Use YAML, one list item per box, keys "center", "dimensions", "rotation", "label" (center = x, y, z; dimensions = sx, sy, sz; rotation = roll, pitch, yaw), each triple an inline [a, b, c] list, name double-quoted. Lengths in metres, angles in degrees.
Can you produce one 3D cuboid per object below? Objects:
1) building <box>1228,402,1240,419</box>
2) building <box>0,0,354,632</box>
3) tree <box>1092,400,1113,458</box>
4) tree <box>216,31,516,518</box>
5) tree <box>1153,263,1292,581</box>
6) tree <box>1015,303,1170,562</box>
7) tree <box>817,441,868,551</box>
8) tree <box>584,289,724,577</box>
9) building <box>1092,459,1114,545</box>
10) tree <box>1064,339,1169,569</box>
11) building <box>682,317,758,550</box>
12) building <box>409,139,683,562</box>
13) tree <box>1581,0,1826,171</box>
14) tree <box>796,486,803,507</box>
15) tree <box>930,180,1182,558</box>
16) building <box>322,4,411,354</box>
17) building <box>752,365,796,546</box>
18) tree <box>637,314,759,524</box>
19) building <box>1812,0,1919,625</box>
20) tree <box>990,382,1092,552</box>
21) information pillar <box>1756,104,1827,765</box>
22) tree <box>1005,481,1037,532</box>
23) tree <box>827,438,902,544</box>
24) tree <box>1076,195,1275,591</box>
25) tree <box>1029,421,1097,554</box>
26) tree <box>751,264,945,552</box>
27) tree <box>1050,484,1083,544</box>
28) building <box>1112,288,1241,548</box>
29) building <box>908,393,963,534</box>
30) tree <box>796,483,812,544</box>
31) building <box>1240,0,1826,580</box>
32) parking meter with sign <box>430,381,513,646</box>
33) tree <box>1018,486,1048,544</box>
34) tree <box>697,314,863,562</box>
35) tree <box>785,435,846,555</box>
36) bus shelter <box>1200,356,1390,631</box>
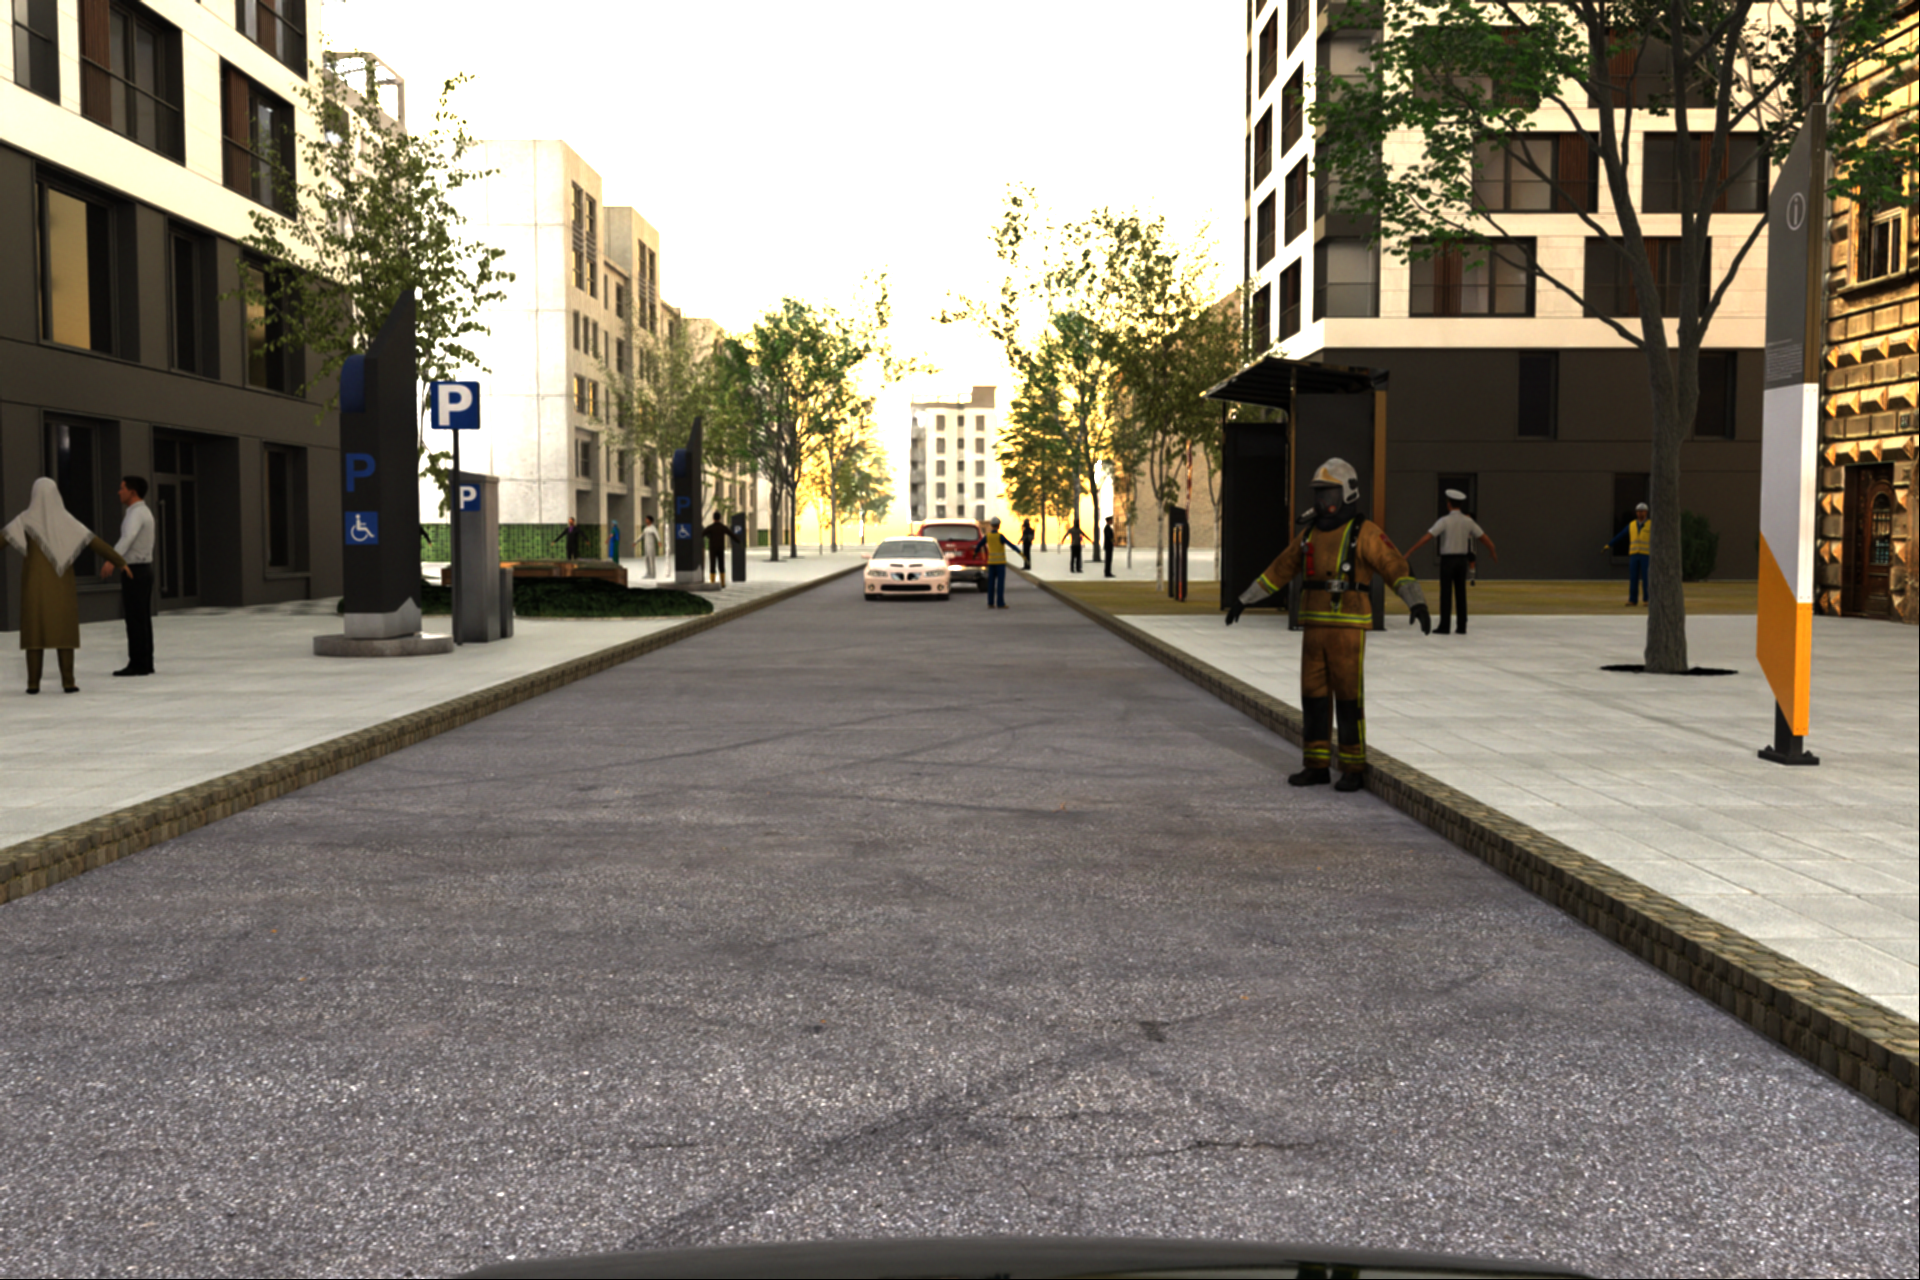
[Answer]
- center: [21.216, -9.319, 94.514]
  dimensions: [9.099, 9.664, 28.070]
  rotation: [0, 4, 0]
  label: "building"
- center: [-26.332, -10.739, 19.563]
  dimensions: [27.936, 21.610, 32.646]
  rotation: [0, 4, -1]
  label: "building"
- center: [23.243, -22.396, 222.062]
  dimensions: [12.611, 20.169, 13.585]
  rotation: [0, 3, 0]
  label: "tree"
- center: [-8.483, -4.607, 25.683]
  dimensions: [4.737, 8.622, 4.395]
  rotation: [0, 3, 0]
  label: "tree"
- center: [7.062, -5.901, 46.836]
  dimensions: [4.737, 8.622, 4.395]
  rotation: [0, 3, 0]
  label: "tree"
- center: [6.093, -9.365, 78.867]
  dimensions: [9.928, 11.665, 9.643]
  rotation: [0, 3, 0]
  label: "tree"
- center: [-9.093, -11.141, 132.511]
  dimensions: [4.737, 8.622, 4.395]
  rotation: [0, 3, 0]
  label: "tree"
- center: [-8.480, -6.181, 51.425]
  dimensions: [4.360, 8.622, 3.978]
  rotation: [0, 3, 0]
  label: "tree"
- center: [20.409, -15.456, 194.848]
  dimensions: [9.099, 9.664, 28.070]
  rotation: [0, 3, 0]
  label: "building"
- center: [6.522, -6.972, 64.361]
  dimensions: [4.360, 8.622, 3.978]
  rotation: [0, 3, 0]
  label: "tree"
- center: [-28.646, -17.786, 157.261]
  dimensions: [16.747, 18.905, 31.486]
  rotation: [0, 3, 0]
  label: "building"
- center: [-25.977, -13.891, 93.584]
  dimensions: [16.747, 18.905, 31.486]
  rotation: [0, 4, 0]
  label: "building"
- center: [16.967, -11.010, 35.905]
  dimensions: [12.611, 20.169, 13.585]
  rotation: [0, 3, 0]
  label: "tree"
- center: [-22.442, -16.712, 223.604]
  dimensions: [4.737, 8.622, 4.395]
  rotation: [0, 3, 0]
  label: "tree"
- center: [5.210, -14.548, 93.745]
  dimensions: [12.611, 20.169, 13.585]
  rotation: [0, 3, 0]
  label: "tree"
- center: [-27.542, -12.368, 58.633]
  dimensions: [16.016, 20.090, 11.380]
  rotation: [0, 4, 0]
  label: "building"
- center: [-28.513, -20.205, 196.807]
  dimensions: [16.747, 18.905, 31.486]
  rotation: [0, 4, 0]
  label: "building"
- center: [-8.651, -6.554, 57.525]
  dimensions: [4.737, 8.622, 4.395]
  rotation: [0, 3, 0]
  label: "tree"
- center: [22.707, -11.426, 17.746]
  dimensions: [19.493, 23.208, 18.063]
  rotation: [0, 4, 0]
  label: "building"
- center: [6.005, -12.653, 125.008]
  dimensions: [7.486, 12.596, 7.792]
  rotation: [0, 3, 0]
  label: "tree"
- center: [4.670, -1.125, 9.741]
  dimensions: [0.183, 3.616, 0.504]
  rotation: [0, 4, 0]
  label: "information pillar"
- center: [8.028, -16.767, 224.505]
  dimensions: [4.737, 8.622, 4.395]
  rotation: [0, 3, 0]
  label: "tree"
- center: [-12.431, -19.374, 223.419]
  dimensions: [9.857, 13.997, 8.962]
  rotation: [0, 3, 0]
  label: "tree"
- center: [4.731, -5.401, 38.672]
  dimensions: [4.737, 8.622, 4.395]
  rotation: [0, 3, 0]
  label: "tree"
- center: [6.131, -9.822, 110.947]
  dimensions: [4.360, 8.622, 3.978]
  rotation: [0, 3, 0]
  label: "tree"
- center: [-7.517, -16.178, 120.392]
  dimensions: [12.611, 20.169, 13.585]
  rotation: [0, 3, 0]
  label: "tree"
- center: [13.821, -16.776, 224.644]
  dimensions: [4.737, 8.622, 4.395]
  rotation: [0, 3, 0]
  label: "tree"
- center: [24.661, -20.379, 164.123]
  dimensions: [19.493, 23.208, 18.063]
  rotation: [0, 4, -1]
  label: "building"
- center: [-6.330, -22.315, 223.724]
  dimensions: [11.380, 20.090, 16.016]
  rotation: [0, 4, -5]
  label: "building"
- center: [-20.557, -16.416, 218.770]
  dimensions: [4.737, 8.622, 4.395]
  rotation: [0, 3, 0]
  label: "tree"
- center: [23.895, -13.434, 63.627]
  dimensions: [27.936, 21.610, 32.646]
  rotation: [0, 3, 0]
  label: "building"
- center: [-5.761, -1.492, 20.660]
  dimensions: [0.543, 3.016, 1.738]
  rotation: [0, 4, 0]
  label: "parking meter with sign"
- center: [9.710, -16.429, 218.979]
  dimensions: [4.360, 8.622, 3.978]
  rotation: [0, 3, 0]
  label: "tree"
- center: [-8.491, -9.471, 80.604]
  dimensions: [9.928, 11.665, 9.643]
  rotation: [0, 3, 0]
  label: "tree"
- center: [-8.531, -9.661, 108.323]
  dimensions: [4.360, 8.622, 3.978]
  rotation: [0, 3, 0]
  label: "tree"
- center: [4.884, -2.124, 26.015]
  dimensions: [1.731, 3.624, 6.357]
  rotation: [0, 3, 0]
  label: "bus shelter"
